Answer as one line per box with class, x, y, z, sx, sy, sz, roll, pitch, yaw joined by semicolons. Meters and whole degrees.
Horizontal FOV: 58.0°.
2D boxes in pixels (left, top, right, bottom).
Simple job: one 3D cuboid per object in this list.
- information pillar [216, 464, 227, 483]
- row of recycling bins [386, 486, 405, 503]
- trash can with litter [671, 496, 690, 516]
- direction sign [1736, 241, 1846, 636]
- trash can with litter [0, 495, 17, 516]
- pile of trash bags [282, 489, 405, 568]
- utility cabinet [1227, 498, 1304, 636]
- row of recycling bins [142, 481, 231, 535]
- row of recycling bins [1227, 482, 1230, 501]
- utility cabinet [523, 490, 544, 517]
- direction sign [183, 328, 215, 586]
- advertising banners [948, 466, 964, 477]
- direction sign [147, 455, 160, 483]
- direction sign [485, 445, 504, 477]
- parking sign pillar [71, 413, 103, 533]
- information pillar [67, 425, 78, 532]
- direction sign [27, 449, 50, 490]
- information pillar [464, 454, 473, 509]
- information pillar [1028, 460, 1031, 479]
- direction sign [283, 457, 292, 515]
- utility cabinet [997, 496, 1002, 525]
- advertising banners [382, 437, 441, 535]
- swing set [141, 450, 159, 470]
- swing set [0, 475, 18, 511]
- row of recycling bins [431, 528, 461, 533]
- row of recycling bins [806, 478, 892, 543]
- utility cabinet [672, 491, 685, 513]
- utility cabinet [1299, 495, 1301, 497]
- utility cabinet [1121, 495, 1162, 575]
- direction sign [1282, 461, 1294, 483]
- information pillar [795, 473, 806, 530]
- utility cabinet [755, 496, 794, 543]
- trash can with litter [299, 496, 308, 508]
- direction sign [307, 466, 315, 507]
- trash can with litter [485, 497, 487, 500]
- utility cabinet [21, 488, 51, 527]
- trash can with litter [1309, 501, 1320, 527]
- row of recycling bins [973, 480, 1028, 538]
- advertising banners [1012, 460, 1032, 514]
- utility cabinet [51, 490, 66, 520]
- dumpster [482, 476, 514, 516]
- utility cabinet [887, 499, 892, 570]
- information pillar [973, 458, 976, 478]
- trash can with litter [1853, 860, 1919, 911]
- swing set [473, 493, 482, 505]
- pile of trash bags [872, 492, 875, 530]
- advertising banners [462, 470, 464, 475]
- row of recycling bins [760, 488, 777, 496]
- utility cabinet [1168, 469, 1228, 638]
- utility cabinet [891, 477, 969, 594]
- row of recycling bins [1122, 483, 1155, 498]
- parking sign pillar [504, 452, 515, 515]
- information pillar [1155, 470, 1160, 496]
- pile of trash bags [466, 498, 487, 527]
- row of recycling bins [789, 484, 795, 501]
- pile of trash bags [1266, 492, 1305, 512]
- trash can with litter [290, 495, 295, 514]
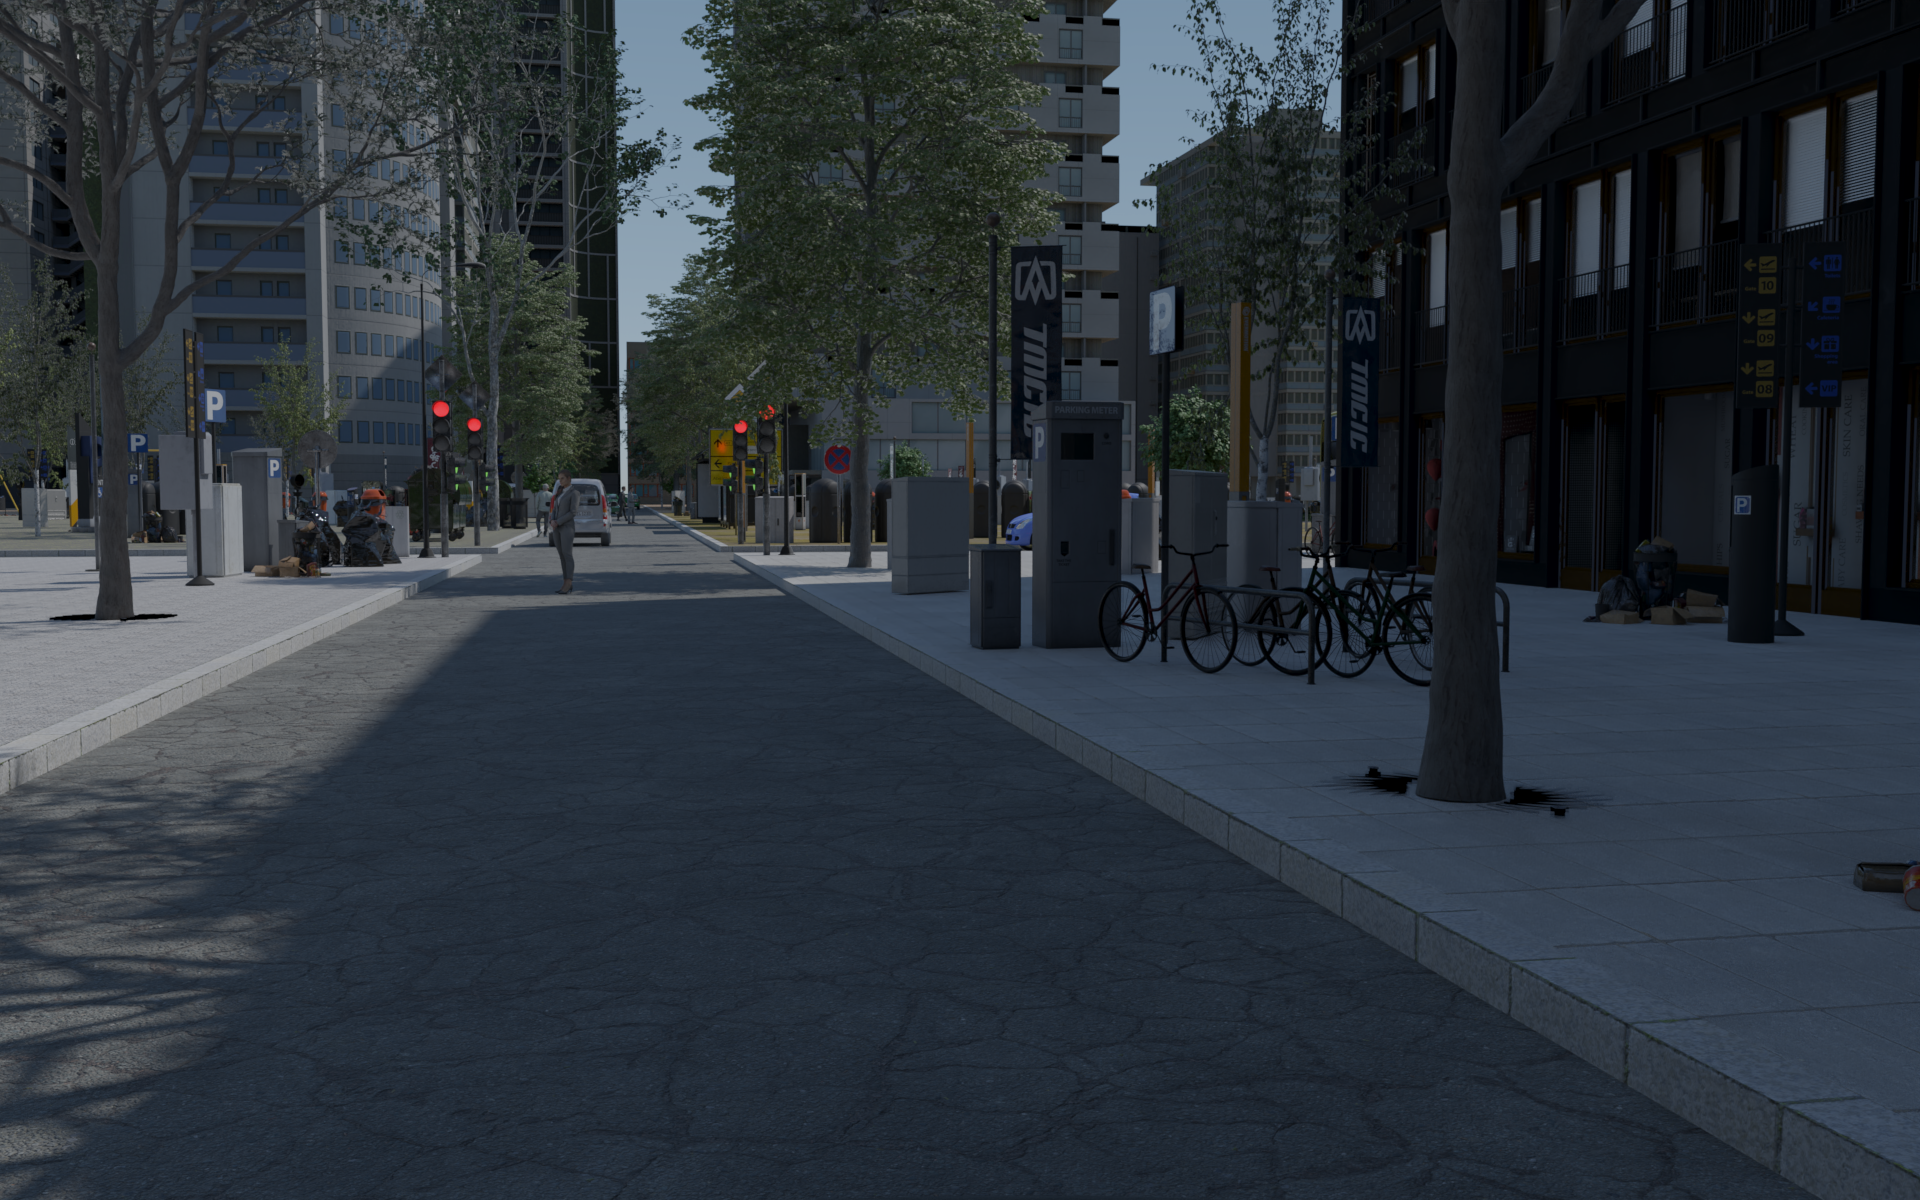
information pillar;-18.340;-2.349;42.893;0.304;2.012;0.304;0;4;-5
row of recycling bins;-29.240;-5.054;89.740;1.069;1.692;3.534;-1;4;-19
trash can with litter;-16.220;-5.470;100.818;1.055;1.170;0.624;-2;4;-30
direction sign;7.492;-1.449;15.685;0.876;3.537;0.379;1;4;12
trash can with litter;-55.868;-5.543;101.691;1.678;1.210;2.233;3;4;37
pile of trash bags;-11.169;-1.345;31.741;1.912;1.369;3.447;0;4;-3
utility cabinet;2.791;-0.303;16.120;0.306;1.237;1.020;-1;4;-23
row of recycling bins;-24.643;-2.889;54.352;1.069;1.692;3.534;1;4;19
row of recycling bins;8.980;-3.400;62.698;1.069;1.692;3.534;-2;4;-25
utility cabinet;-23.230;-5.248;94.477;1.173;1.500;0.318;-1;4;-10
direction sign;-10.661;-1.969;24.189;0.379;3.537;0.876;-1;4;-9
advertising banners;-0.496;-6.797;107.314;2.074;3.025;0.090;3;5;42
direction sign;-47.106;-6.695;101.453;0.876;3.537;0.379;0;4;-4
direction sign;-21.614;-5.414;80.520;0.876;3.537;0.379;0;4;6
parking sign pillar;-29.085;-4.259;58.112;1.447;3.967;1.447;0;4;3
information pillar;-30.243;-4.147;59.150;0.183;3.616;0.504;1;4;18
direction sign;-46.224;-5.800;86.825;0.876;3.537;0.379;-2;4;-29
information pillar;-26.189;-6.177;92.341;0.504;3.616;0.183;1;4;19
information pillar;4.459;-7.344;111.435;0.183;3.616;0.504;-1;4;-15
direction sign;-40.968;-6.946;105.557;0.379;3.537;0.876;1;4;8
utility cabinet;1.910;-3.748;72.440;0.306;1.237;1.020;-2;4;-31
advertising banners;-16.978;-3.511;53.601;2.074;3.025;0.090;0;4;2
swing set;-28.657;-3.886;61.163;3.119;2.851;2.862;-1;4;-21
swing set;-49.631;-5.498;87.508;2.862;2.851;3.119;0;4;-1
row of recycling bins;-17.245;-3.119;58.111;1.069;1.692;3.534;-1;4;-18
row of recycling bins;-2.287;-2.391;46.207;3.534;1.692;1.069;-2;4;-24
utility cabinet;-18.852;-6.554;115.830;0.318;1.500;1.173;1;4;23
utility cabinet;20.465;-5.668;103.833;0.306;1.237;1.020;1;4;12
utility cabinet;2.870;-1.030;27.999;0.306;1.237;1.020;2;4;31
direction sign;22.517;-7.766;118.977;0.876;3.537;0.379;-1;4;-12
information pillar;-5.660;-3.481;61.412;0.304;2.012;0.304;1;4;14
utility cabinet;-4.876;-2.098;45.459;1.020;1.237;0.306;2;4;24
trash can with litter;-34.305;-4.868;90.984;1.055;1.170;0.624;1;4;9
direction sign;-31.424;-5.631;84.070;0.379;3.537;0.876;1;4;10
trash can with litter;-19.808;-3.795;73.436;0.624;1.170;1.055;-1;4;-23
utility cabinet;-35.476;-3.532;66.432;1.173;1.500;0.318;2;4;30
trash can with litter;13.674;-3.287;65.130;1.055;1.170;0.624;0;4;7
row of recycling bins;1.194;-2.692;51.123;3.534;1.692;1.069;0;4;4
advertising banners;2.194;-3.961;60.952;0.090;3.025;2.074;2;4;24
utility cabinet;-44.621;-4.680;85.198;0.318;1.500;1.173;2;4;30
dumpster;-22.629;-5.019;84.550;1.502;2.255;1.985;-1;4;-11
utility cabinet;-0.778;-1.132;29.667;1.020;1.237;0.306;-3;5;-41
information pillar;0.835;-7.333;111.250;0.183;3.616;0.504;3;5;44
trash can with litter;3.793;0.343;5.451;2.233;1.210;1.678;-1;4;-12
swing set;-29.656;-6.950;111.255;3.119;2.851;2.862;0;4;0
pile of trash bags;-2.539;-3.243;62.778;1.912;1.369;3.447;-3;4;-37
advertising banners;-32.782;-7.123;112.652;2.074;3.025;0.090;3;5;42
row of recycling bins;-10.888;-6.133;107.383;3.534;1.692;1.069;1;4;19
utility cabinet;2.147;-0.428;15.683;0.318;1.500;1.173;1;4;23
utility cabinet;-0.386;-0.842;22.451;0.318;1.500;1.173;3;5;42
row of recycling bins;5.852;-3.440;63.351;1.069;1.692;3.534;-1;4;-22
parking sign pillar;-28.089;-7.232;106.718;1.447;3.967;1.447;-1;4;-18
information pillar;12.961;-7.488;113.788;0.183;3.616;0.504;2;4;34
pile of trash bags;-19.984;-3.591;68.472;3.447;1.369;1.912;1;4;21
row of recycling bins;-5.528;-3.889;70.692;3.534;1.692;1.069;2;4;28
pile of trash bags;16.647;-4.623;85.344;3.447;1.369;1.912;0;3;0
trash can with litter;-42.504;-6.139;111.426;2.233;1.210;1.678;1;4;18
